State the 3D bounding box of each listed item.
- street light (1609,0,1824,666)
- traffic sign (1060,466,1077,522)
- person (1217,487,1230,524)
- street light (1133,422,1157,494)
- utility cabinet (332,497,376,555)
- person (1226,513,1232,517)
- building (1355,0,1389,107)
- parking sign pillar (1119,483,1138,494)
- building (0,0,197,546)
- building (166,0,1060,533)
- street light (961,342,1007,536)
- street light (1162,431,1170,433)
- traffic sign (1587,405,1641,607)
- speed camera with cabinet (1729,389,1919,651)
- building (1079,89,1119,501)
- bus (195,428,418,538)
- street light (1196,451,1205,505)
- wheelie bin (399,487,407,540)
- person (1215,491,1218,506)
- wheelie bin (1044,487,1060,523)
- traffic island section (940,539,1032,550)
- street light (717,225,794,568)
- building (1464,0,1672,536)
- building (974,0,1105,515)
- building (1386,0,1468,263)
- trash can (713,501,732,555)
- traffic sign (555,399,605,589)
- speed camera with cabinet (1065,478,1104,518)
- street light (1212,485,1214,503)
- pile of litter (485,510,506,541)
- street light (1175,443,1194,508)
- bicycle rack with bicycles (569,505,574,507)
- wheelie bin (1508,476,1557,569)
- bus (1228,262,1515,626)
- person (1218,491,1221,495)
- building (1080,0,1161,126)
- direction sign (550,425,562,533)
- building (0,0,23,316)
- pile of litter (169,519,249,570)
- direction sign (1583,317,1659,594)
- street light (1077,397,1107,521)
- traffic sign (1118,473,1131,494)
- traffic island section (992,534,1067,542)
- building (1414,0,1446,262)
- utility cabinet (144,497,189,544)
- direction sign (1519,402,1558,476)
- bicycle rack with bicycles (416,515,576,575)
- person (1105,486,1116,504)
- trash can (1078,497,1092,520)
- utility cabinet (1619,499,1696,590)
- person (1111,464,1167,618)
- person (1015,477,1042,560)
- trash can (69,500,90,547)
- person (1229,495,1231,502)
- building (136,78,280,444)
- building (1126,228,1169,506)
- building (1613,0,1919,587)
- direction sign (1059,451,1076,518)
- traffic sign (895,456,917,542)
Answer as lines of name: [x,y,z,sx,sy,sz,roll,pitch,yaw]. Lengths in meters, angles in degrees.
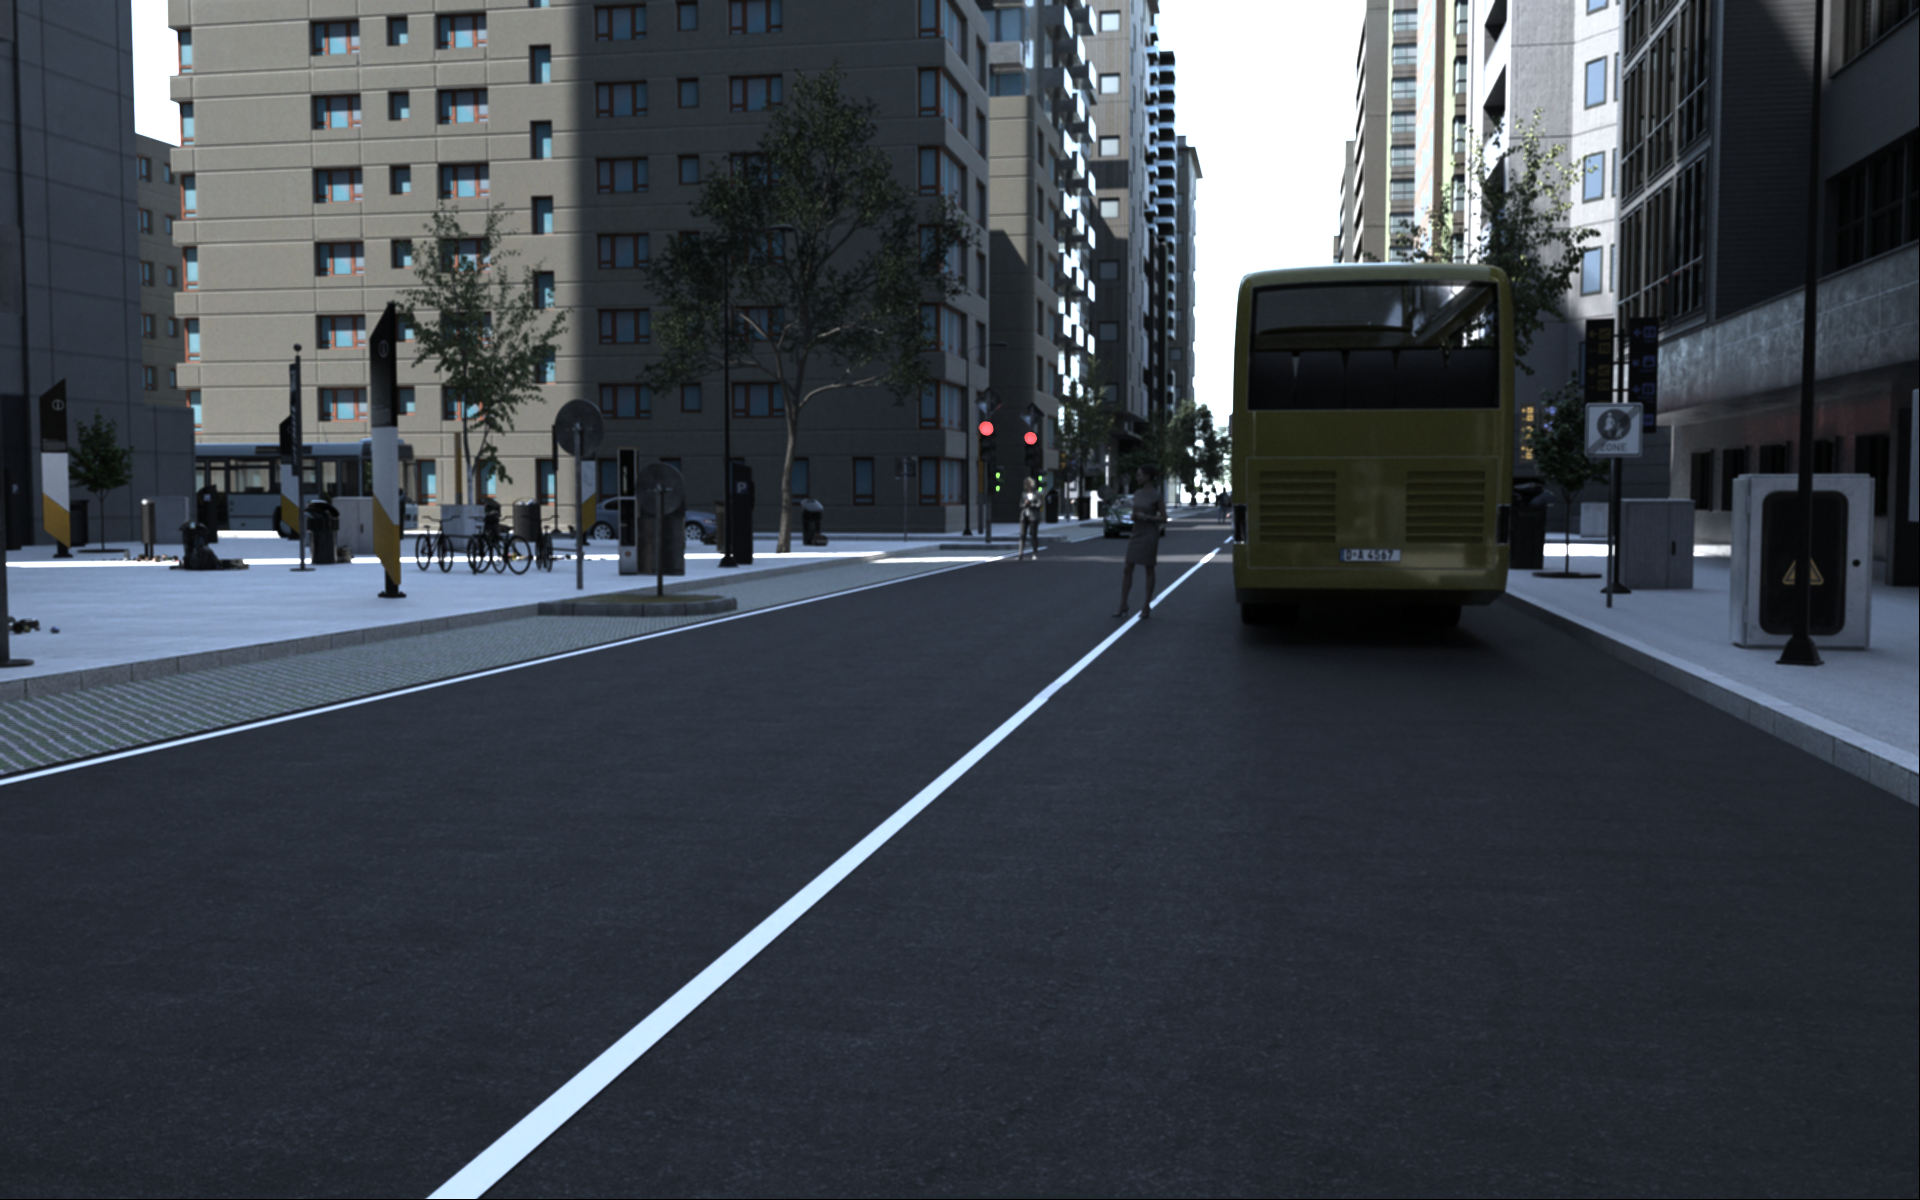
street light: [5.825,-2.476,13.029,1.470,5.913,1.316,1,4,11]
traffic sign: [4.946,-4.830,79.083,0.768,2.556,0.104,1,4,18]
person: [12.775,-4.599,84.036,0.623,1.781,0.721,0,4,4]
street light: [11.854,-8.564,112.568,1.470,5.913,1.316,1,4,11]
utility cabinet: [-12.812,-1.569,36.814,1.020,1.237,0.306,1,4,13]
person: [12.637,-3.951,78.595,0.738,1.151,1.012,-1,4,-18]
building: [46.453,-32.481,154.766,21.300,48.544,21.600,1,4,11]
parking sign pillar: [11.997,-8.244,123.260,1.447,3.967,1.447,1,4,21]
building: [-33.725,-36.747,39.059,20.611,71.187,20.563,1,4,11]
building: [-11.421,-13.911,72.480,27.650,21.520,28.899,1,4,11]
street light: [0.760,-4.936,53.245,1.470,5.913,1.316,1,4,11]
street light: [14.877,-9.537,128.472,1.470,5.913,1.316,1,4,11]
traffic sign: [7.347,-1.064,19.532,0.606,2.300,0.079,1,4,11]
speed camera with cabinet: [7.522,-1.219,14.269,2.038,3.252,0.660,1,4,13]
building: [-2.303,-27.546,142.265,32.217,40.220,23.993,1,4,11]
bus: [-22.639,-3.598,53.689,13.247,3.499,2.948,1,4,12]
street light: [25.800,-13.134,187.273,1.470,5.913,1.316,1,4,11]
wheelie bin: [-15.923,-2.483,48.512,0.693,1.594,0.980,2,4,27]
person: [27.204,-10.637,183.143,0.721,1.736,1.217,2,4,29]
wheelie bin: [4.075,-4.188,76.377,0.693,1.594,0.980,0,4,4]
traffic island section: [0.721,-1.411,45.353,2.009,0.180,2.903,1,4,11]
street light: [-3.546,-3.523,30.138,1.470,5.913,1.316,1,4,11]
building: [32.683,-31.559,57.988,28.212,58.520,21.231,1,4,11]
building: [-3.495,-29.897,108.420,23.786,49.044,30.456,1,4,11]
building: [40.858,-27.749,137.289,14.154,41.232,14.086,1,4,11]
trash can: [-4.882,-1.544,36.898,0.748,1.137,0.748,0,3,0]
traffic sign: [-5.127,-1.417,23.281,0.768,2.556,0.104,1,4,20]
speed camera with cabinet: [6.647,-5.996,92.368,2.038,3.252,0.660,0,4,7]
street light: [30.073,-14.537,210.222,1.470,5.913,1.316,1,4,11]
pile of litter: [-13.058,-2.053,47.539,1.176,0.858,1.719,-2,4,-32]
street light: [20.282,-11.343,157.994,1.470,5.913,1.316,1,4,11]
bicycle rack with bicycles: [-11.604,-2.665,56.955,2.852,0.926,2.925,0,4,-3]
wheelie bin: [9.720,-1.332,29.680,0.980,1.594,0.693,1,4,9]
bus: [4.758,-1.850,21.796,2.896,3.916,12.252,1,4,9]
person: [32.147,-12.576,214.208,1.348,1.812,0.705,-3,5,-40]
building: [4.022,-35.370,167.537,28.713,52.752,27.495,1,4,11]
direction sign: [-13.319,-3.978,57.035,0.379,3.537,0.876,0,4,-4]
building: [-23.956,-23.827,9.180,23.786,49.044,30.456,1,4,11]
pile of litter: [-12.875,-0.960,29.669,1.176,0.858,1.719,-3,4,-36]
direction sign: [8.514,-1.858,22.376,0.876,3.537,0.379,2,4,23]
street light: [6.380,-6.777,83.337,1.470,5.913,1.316,1,4,11]
traffic sign: [10.058,-6.481,106.070,0.768,2.556,0.104,1,4,19]
traffic island section: [2.185,-1.891,53.203,2.009,0.180,2.903,1,4,11]
building: [34.343,-27.612,101.569,14.600,45.320,14.200,1,4,11]
utility cabinet: [-20.228,-2.020,44.185,1.020,1.237,0.306,0,4,-3]
direction sign: [14.287,-3.109,42.836,0.876,3.537,0.379,2,4,26]
bicycle rack with bicycles: [-7.506,-0.932,28.625,2.852,0.926,2.925,-2,4,-31]
person: [6.898,-4.346,79.808,0.600,1.795,0.529,0,4,8]
trash can: [6.212,-4.570,86.369,0.748,1.137,0.748,0,3,0]
utility cabinet: [9.400,-0.750,23.428,1.020,1.237,0.306,-1,4,-11]
person: [2.085,-0.687,20.075,0.599,1.781,0.374,3,5,44]
person: [1.524,-1.774,37.681,0.537,1.800,0.526,2,4,35]
trash can: [-21.627,-1.873,42.279,0.748,1.137,0.748,0,3,0]
person: [19.334,-6.946,121.837,0.659,1.850,0.755,3,4,38]
building: [-53.975,-14.557,83.046,28.899,21.520,27.650,1,4,11]
building: [14.996,-25.432,187.510,14.160,30.474,14.107,1,4,11]
building: [18.719,-12.465,22.870,14.314,24.678,30.058,1,4,11]
direction sign: [5.693,-6.099,91.710,0.876,3.537,0.379,0,4,-4]
traffic sign: [-1.462,-2.716,46.530,0.606,2.300,0.079,1,4,15]
